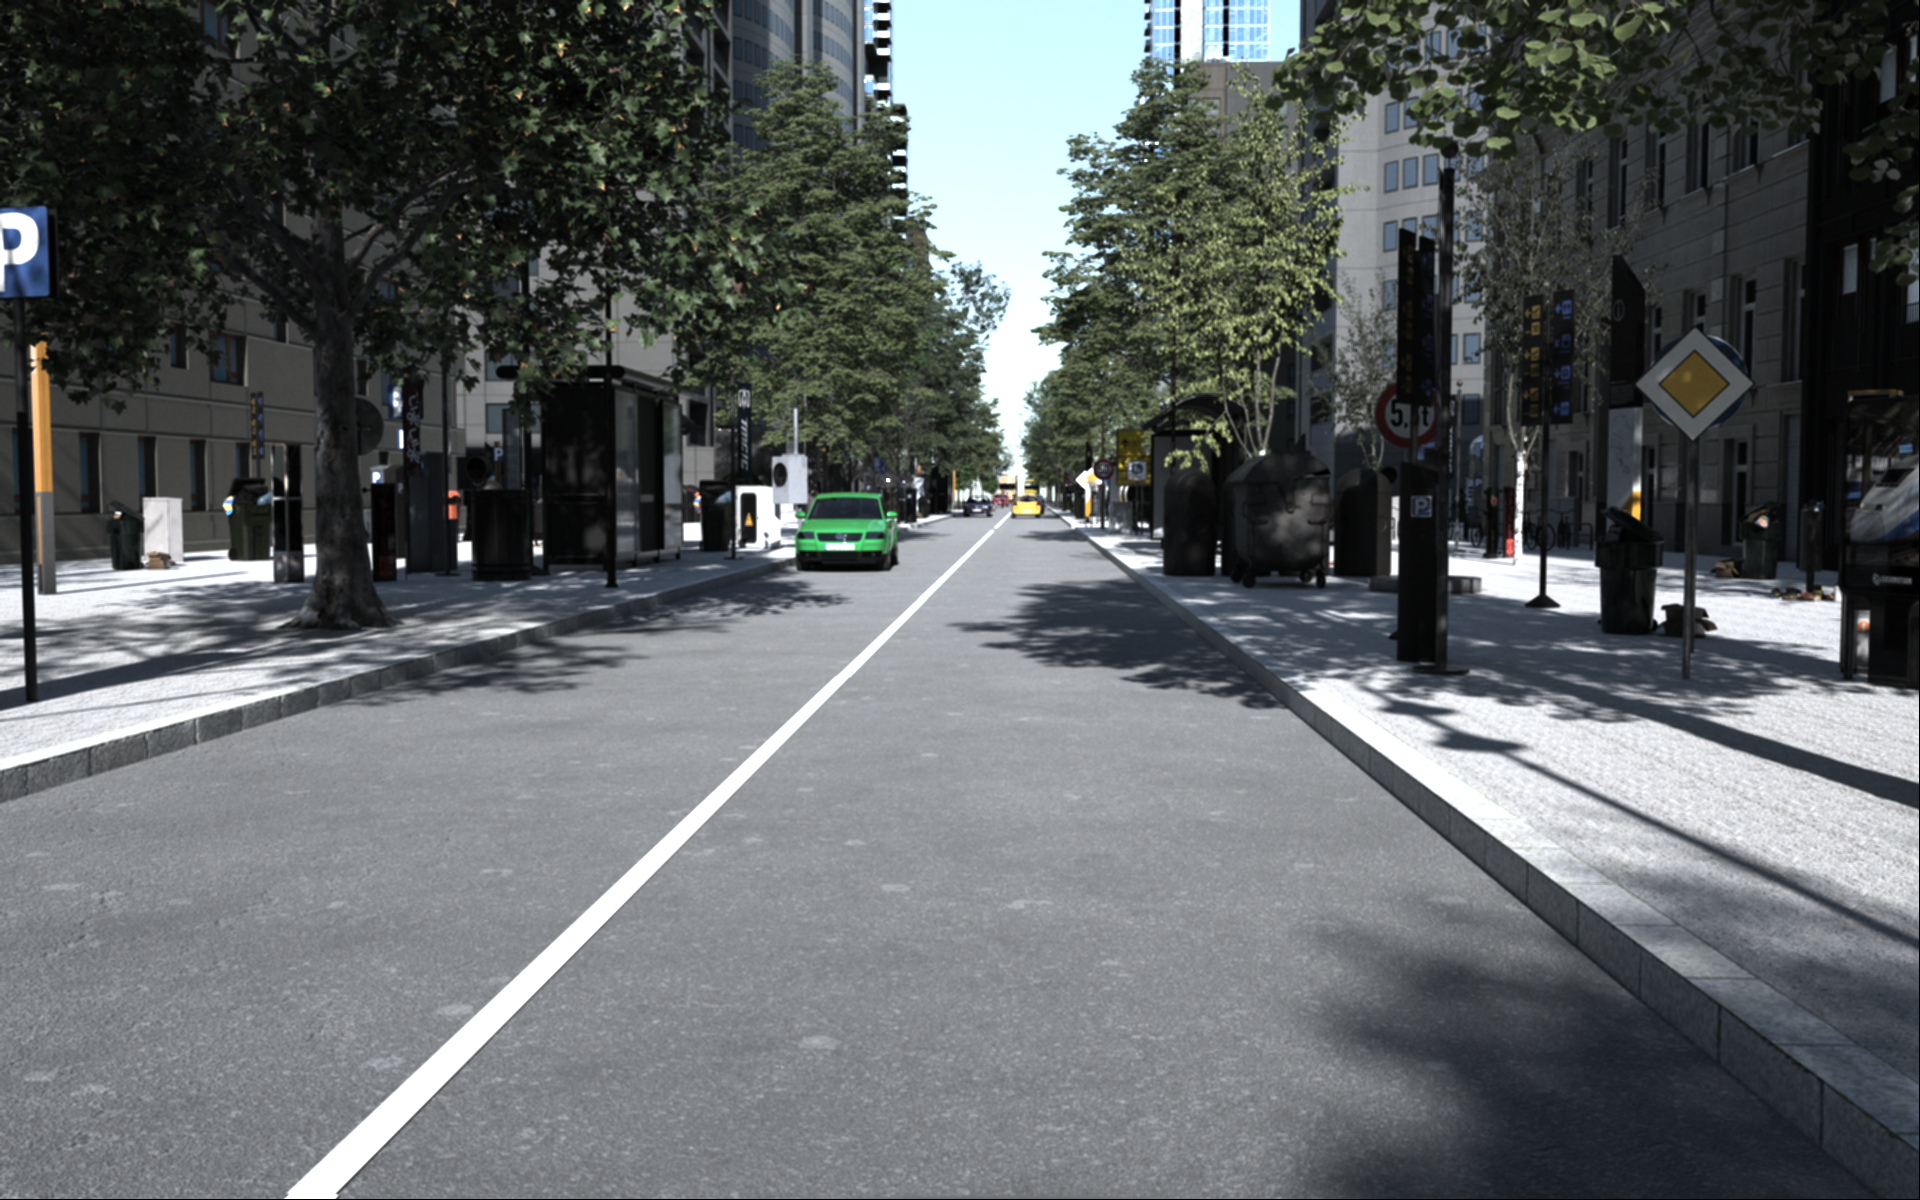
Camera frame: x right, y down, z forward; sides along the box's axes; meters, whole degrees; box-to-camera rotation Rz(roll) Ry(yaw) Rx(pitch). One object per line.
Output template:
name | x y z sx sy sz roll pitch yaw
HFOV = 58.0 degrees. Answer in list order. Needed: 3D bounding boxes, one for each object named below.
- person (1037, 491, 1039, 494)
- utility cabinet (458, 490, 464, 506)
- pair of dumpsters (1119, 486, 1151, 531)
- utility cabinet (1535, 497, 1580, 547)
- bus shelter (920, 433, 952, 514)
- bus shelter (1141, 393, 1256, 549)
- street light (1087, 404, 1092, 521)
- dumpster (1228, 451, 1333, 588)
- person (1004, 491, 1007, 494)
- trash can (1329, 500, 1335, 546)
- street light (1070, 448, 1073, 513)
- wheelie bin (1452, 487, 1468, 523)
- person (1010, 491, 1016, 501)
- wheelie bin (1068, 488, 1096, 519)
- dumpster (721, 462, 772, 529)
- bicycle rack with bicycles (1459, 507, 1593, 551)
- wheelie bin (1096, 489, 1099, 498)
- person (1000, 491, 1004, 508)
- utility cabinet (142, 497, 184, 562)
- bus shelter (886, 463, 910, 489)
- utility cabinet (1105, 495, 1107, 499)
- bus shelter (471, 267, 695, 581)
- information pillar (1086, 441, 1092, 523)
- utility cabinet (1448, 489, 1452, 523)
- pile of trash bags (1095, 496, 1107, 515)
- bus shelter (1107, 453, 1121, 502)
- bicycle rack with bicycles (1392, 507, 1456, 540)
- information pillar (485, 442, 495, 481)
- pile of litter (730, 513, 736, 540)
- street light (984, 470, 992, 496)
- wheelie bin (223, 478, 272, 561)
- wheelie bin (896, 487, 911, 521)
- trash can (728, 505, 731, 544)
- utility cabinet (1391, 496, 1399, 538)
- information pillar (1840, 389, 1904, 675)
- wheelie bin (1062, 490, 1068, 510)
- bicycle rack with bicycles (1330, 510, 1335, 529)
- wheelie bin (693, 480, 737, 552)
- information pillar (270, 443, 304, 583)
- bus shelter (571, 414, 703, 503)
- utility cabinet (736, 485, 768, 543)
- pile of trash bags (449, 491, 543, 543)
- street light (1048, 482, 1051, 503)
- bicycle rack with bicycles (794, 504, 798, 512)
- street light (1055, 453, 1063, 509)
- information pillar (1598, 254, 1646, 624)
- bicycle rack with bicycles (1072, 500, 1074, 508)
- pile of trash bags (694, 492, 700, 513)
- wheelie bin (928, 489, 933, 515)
person | 9.184 -11.894 202.976 0.705 1.824 1.348 -1 4 -16
utility cabinet | -24.339 -4.736 86.108 1.173 1.500 0.318 -2 4 -25
pair of dumpsters | 6.551 -3.607 61.469 1.574 2.255 4.437 0 4 2
utility cabinet | 14.612 -1.910 42.383 0.306 1.237 1.020 -3 5 -43
bus shelter | -1.583 -8.501 116.617 2.179 5.291 8.768 0 4 2
bus shelter | 5.108 -2.675 37.662 2.014 3.302 5.546 0 4 2
street light | 6.224 -6.794 83.878 0.468 5.910 1.993 0 4 2
dumpster | 4.482 -1.132 24.261 1.264 1.857 1.865 0 4 2
person | 5.647 -12.597 214.327 0.709 1.838 0.599 1 4 22
trash can | 9.135 -1.935 43.293 0.748 1.137 0.748 0 3 0
street light | 7.515 -8.790 116.508 0.468 5.910 1.993 0 4 2
wheelie bin | 22.466 -4.265 77.645 0.693 1.594 0.980 2 4 27
person | 6.347 -11.757 201.443 1.217 1.735 0.721 -1 4 -13
wheelie bin | 6.227 -4.905 88.110 0.980 1.594 0.693 1 4 22
dumpster | -6.412 -3.012 51.736 1.502 2.255 1.985 0 4 2
bicycle rack with bicycles | 13.369 -1.638 40.167 2.852 0.926 2.925 0 4 1
wheelie bin | 9.301 -6.641 116.483 0.693 1.594 0.980 1 4 16
person | 4.253 -10.232 176.515 0.721 1.735 1.217 -1 4 -12
utility cabinet | -15.140 -1.331 32.918 1.020 1.237 0.306 3 5 40
bus shelter | -3.991 -7.113 110.224 2.014 3.302 5.546 0 4 2
utility cabinet | 12.364 -8.204 145.303 0.306 1.237 1.020 -1 4 -14
bus shelter | -6.455 -3.183 29.673 2.179 5.291 8.768 0 4 2
information pillar | 5.745 -5.253 77.235 0.183 3.616 0.504 2 4 32
utility cabinet | 21.389 -4.137 76.325 0.318 1.500 1.173 2 4 25
pile of trash bags | 8.643 -5.969 107.338 3.447 1.369 1.912 3 5 44
bus shelter | 7.762 -5.272 80.113 2.014 3.302 5.546 0 4 2
bicycle rack with bicycles | 13.067 -2.128 48.168 2.852 0.926 2.925 1 4 19
information pillar | -21.136 -5.296 77.943 0.504 3.616 0.183 -3 5 -42
pile of litter | -6.345 -2.123 48.683 1.176 0.858 1.719 0 4 3
street light | 3.703 -16.003 234.431 0.468 5.910 1.993 0 4 2
wheelie bin | -13.669 -1.562 33.442 0.693 1.594 0.980 3 4 38
wheelie bin | -2.596 -4.550 82.297 0.980 1.594 0.693 2 4 32
trash can | -5.933 -1.883 42.436 0.748 1.137 0.748 0 3 0
utility cabinet | 13.114 -2.444 51.128 1.020 1.237 0.306 -3 5 -43
information pillar | 6.506 -0.481 12.364 0.304 2.012 0.304 3 4 39
wheelie bin | 8.430 -7.823 135.808 0.980 1.594 0.693 3 5 42
bicycle rack with bicycles | 12.889 -3.019 62.739 2.925 0.926 2.852 2 4 25
wheelie bin | -5.478 -1.892 38.841 0.980 1.594 0.693 -1 4 -13
information pillar | -9.749 -1.261 25.112 0.304 2.012 0.304 2 4 25
bus shelter | -7.224 -2.723 38.445 2.014 3.302 5.546 0 4 2
utility cabinet | -5.336 -2.194 44.545 0.318 1.500 1.173 -3 4 -37
pile of trash bags | -12.777 -2.287 47.146 1.912 1.369 3.447 2 4 30
street light | 11.927 -15.412 224.767 0.468 5.910 1.993 0 4 2
bicycle rack with bicycles | -11.042 -6.799 124.552 2.925 0.926 2.852 1 4 23
street light | 9.292 -11.477 160.429 0.468 5.910 1.993 0 4 2
information pillar | 6.428 -1.554 16.762 0.183 3.616 0.504 -1 4 -9
bicycle rack with bicycles | 10.460 -7.982 143.894 2.925 0.926 2.852 1 4 18
pile of trash bags | -12.439 -4.335 80.637 3.447 1.369 1.912 3 4 36
wheelie bin | -2.137 -6.014 106.243 0.980 1.594 0.693 1 4 11
